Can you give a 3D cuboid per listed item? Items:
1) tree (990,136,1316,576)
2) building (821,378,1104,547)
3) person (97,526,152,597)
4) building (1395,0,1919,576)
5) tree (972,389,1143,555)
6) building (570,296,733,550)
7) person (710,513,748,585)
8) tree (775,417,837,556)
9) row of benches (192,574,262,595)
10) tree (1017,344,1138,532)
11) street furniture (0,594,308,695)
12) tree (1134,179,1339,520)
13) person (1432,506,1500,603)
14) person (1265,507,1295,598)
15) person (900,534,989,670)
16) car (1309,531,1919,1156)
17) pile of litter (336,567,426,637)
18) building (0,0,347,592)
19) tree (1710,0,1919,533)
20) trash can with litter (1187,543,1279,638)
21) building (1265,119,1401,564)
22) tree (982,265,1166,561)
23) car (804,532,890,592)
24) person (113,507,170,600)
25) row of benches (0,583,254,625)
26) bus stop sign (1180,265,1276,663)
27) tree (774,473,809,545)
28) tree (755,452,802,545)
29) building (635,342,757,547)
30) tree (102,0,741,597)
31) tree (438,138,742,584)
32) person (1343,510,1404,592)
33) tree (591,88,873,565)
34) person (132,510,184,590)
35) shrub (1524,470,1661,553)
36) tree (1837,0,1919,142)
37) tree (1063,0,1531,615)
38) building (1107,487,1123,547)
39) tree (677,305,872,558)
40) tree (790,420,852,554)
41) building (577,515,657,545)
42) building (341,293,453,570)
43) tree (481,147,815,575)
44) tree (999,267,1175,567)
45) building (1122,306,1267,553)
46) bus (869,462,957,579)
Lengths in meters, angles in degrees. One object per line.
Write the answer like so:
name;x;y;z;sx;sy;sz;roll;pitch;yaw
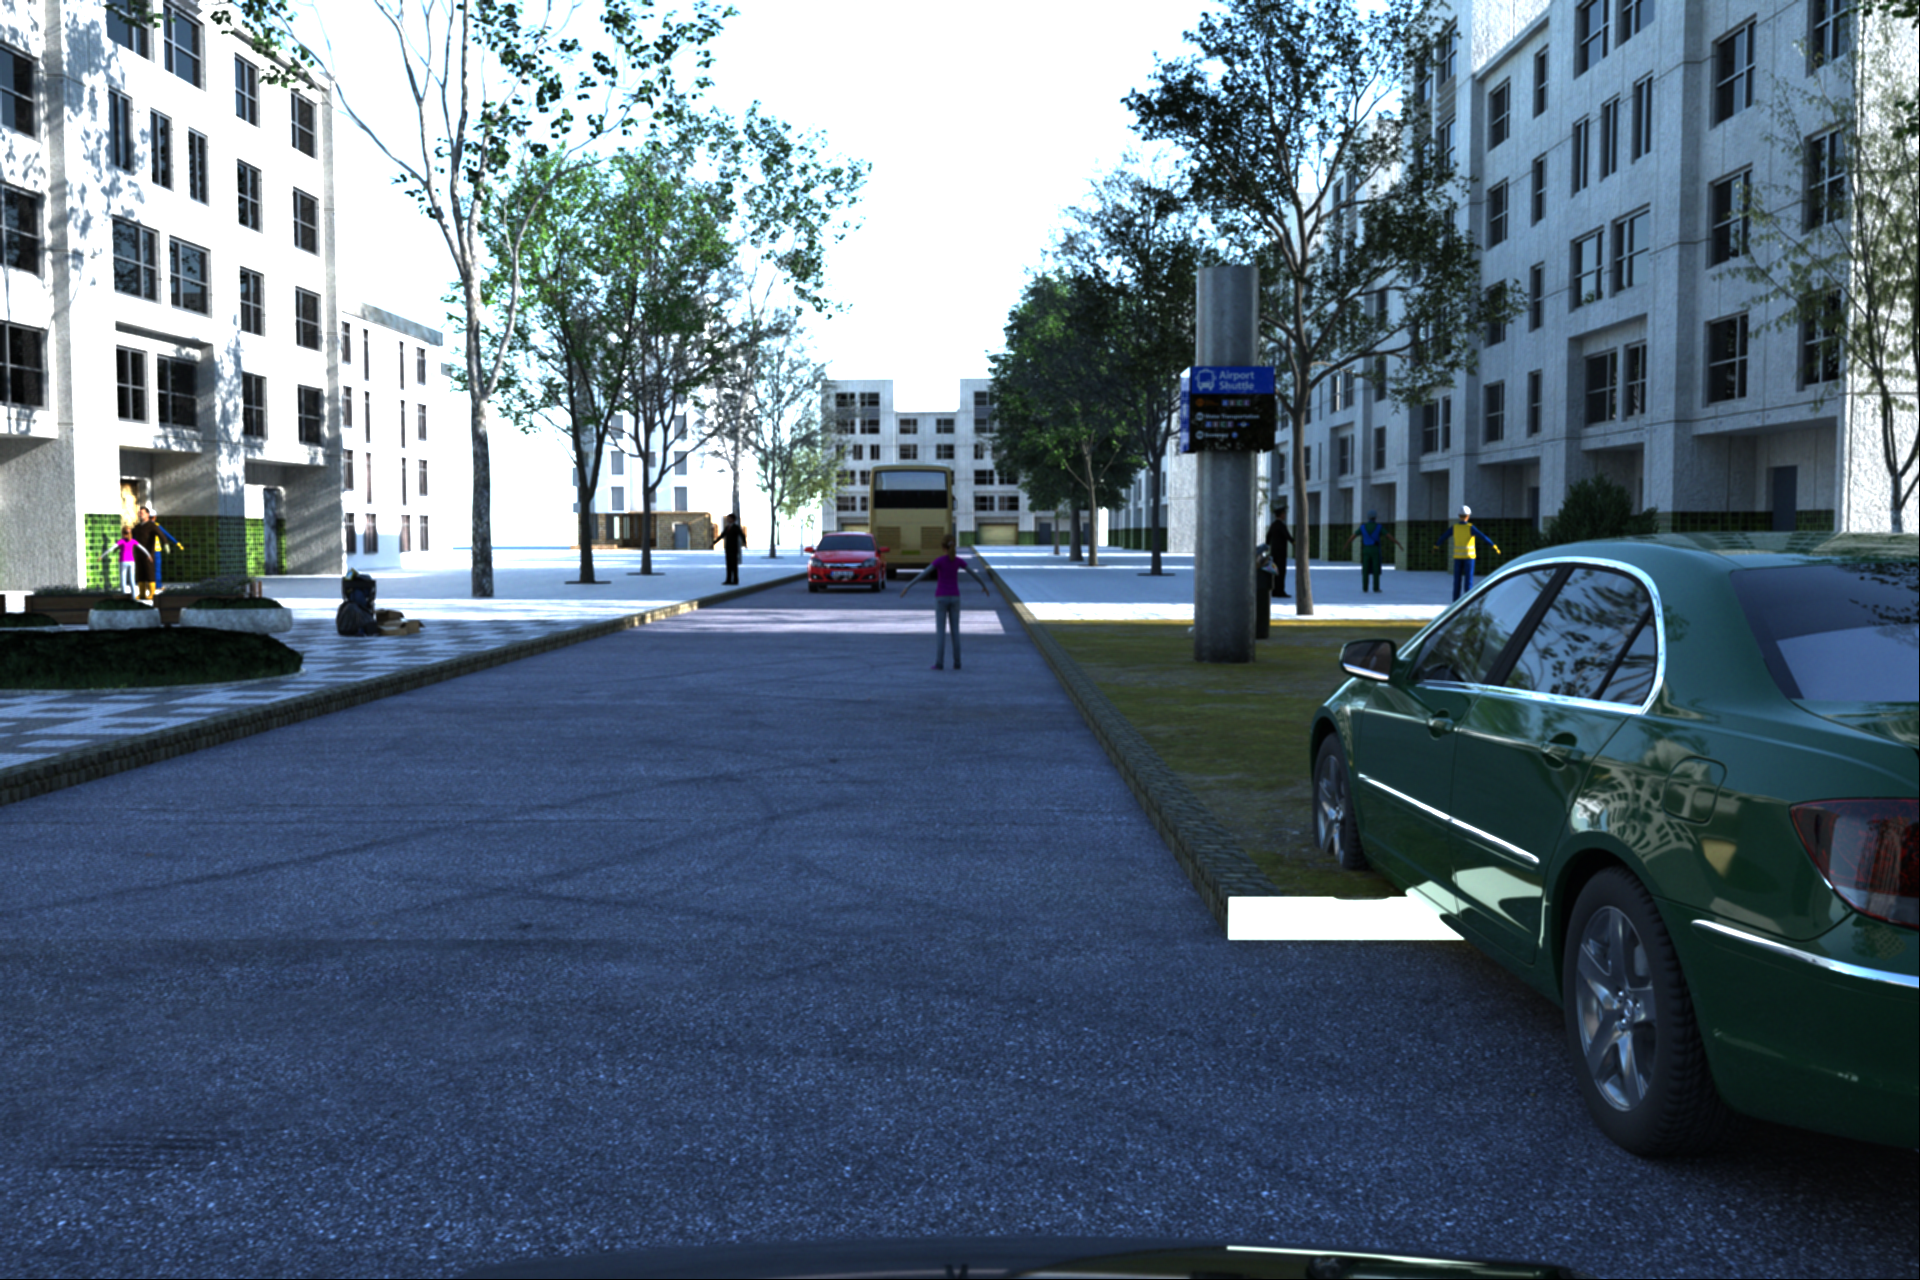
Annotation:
tree;6.050;-8.757;53.548;12.009;13.543;11.850;0;3;0
building;0.824;-20.424;202.846;31.486;18.905;16.747;0;4;6
person;-15.269;-1.371;31.686;0.599;1.433;0.991;3;5;41
building;23.807;-10.943;45.374;16.747;18.905;31.486;0;4;0
tree;5.837;-11.866;104.386;12.009;13.543;11.850;0;3;0
building;-24.830;-17.267;138.741;16.016;20.090;11.380;0;4;-1
person;-5.795;-2.299;43.773;1.347;1.806;0.705;3;5;40
tree;-9.488;-9.332;102.939;4.360;8.622;3.978;0;3;0
row of benches;-10.729;-0.604;25.337;1.422;0.672;4.104;-1;4;-17
tree;6.407;-10.659;92.403;7.486;12.596;7.792;0;3;0
street furniture;-11.002;0.009;15.481;10.072;0.657;5.734;-1;4;-10
tree;5.280;-5.264;36.431;4.360;8.622;3.978;0;3;0
person;8.905;-1.472;30.529;1.216;1.772;0.721;2;4;35
person;6.497;-1.783;35.081;0.705;1.837;1.347;-1;4;-20
person;-0.148;-0.404;18.327;0.991;1.433;0.599;-1;4;-20
car;2.396;0.389;5.437;2.131;1.459;4.920;0;4;-1
pile of litter;-7.511;-0.516;22.405;1.176;0.858;1.719;0;4;0
building;-27.993;-10.520;38.455;16.747;18.905;31.486;0;4;1
tree;12.503;-4.424;22.688;4.360;8.622;3.978;0;3;0
trash can with litter;3.337;-0.602;21.236;1.055;1.170;0.624;0;4;0
building;25.704;-13.216;82.543;16.747;18.905;31.486;0;4;0
tree;5.494;-10.697;81.549;9.857;13.997;8.962;0;3;0
car;-2.840;-2.139;44.014;2.155;1.783;4.494;0;4;0
person;-15.842;-1.682;33.631;1.346;1.812;0.704;1;4;19
row of benches;-10.724;-0.355;21.273;4.104;0.672;1.422;-1;4;-12
bus stop sign;2.667;-1.733;17.355;0.837;3.901;0.837;0;4;1
tree;-19.070;-15.083;196.962;4.737;8.622;4.395;0;3;0
tree;-21.518;-16.987;203.485;9.928;11.665;9.643;0;3;0
building;-26.836;-19.309;172.121;16.016;20.090;11.380;0;4;1
tree;-10.495;-10.860;33.447;12.611;20.169;13.585;0;3;0
tree;-9.605;-7.278;44.752;9.928;11.665;9.643;0;3;0
person;9.075;-1.957;38.131;1.347;1.817;0.704;2;4;29
tree;-9.921;-13.317;73.625;12.611;20.169;13.585;0;3;0
person;-18.451;-2.057;39.596;1.349;1.833;0.705;0;4;3
shrub;7.800;-1.058;21.344;1.661;2.075;1.752;0;3;0
tree;10.580;-5.361;13.411;9.928;11.665;9.643;0;3;0
tree;5.119;-5.670;27.114;7.601;10.594;8.767;0;4;-2
building;24.232;-18.667;171.659;16.747;18.905;31.486;0;4;0
tree;-9.851;-11.096;91.789;12.009;13.543;11.850;0;3;0
tree;-9.114;-9.718;109.259;4.737;8.622;4.395;0;3;0
building;-27.978;-18.264;155.034;16.016;20.090;11.380;0;4;0
building;-26.004;-7.951;72.147;9.099;9.664;28.070;0;3;0
tree;-9.768;-8.802;54.288;12.009;13.543;11.850;0;3;0
tree;5.108;-8.709;68.140;9.928;11.665;9.643;0;3;0
building;22.583;-16.379;134.257;16.747;18.905;31.486;0;4;0
bus;-1.525;-4.091;58.427;2.896;3.916;12.252;0;4;0
